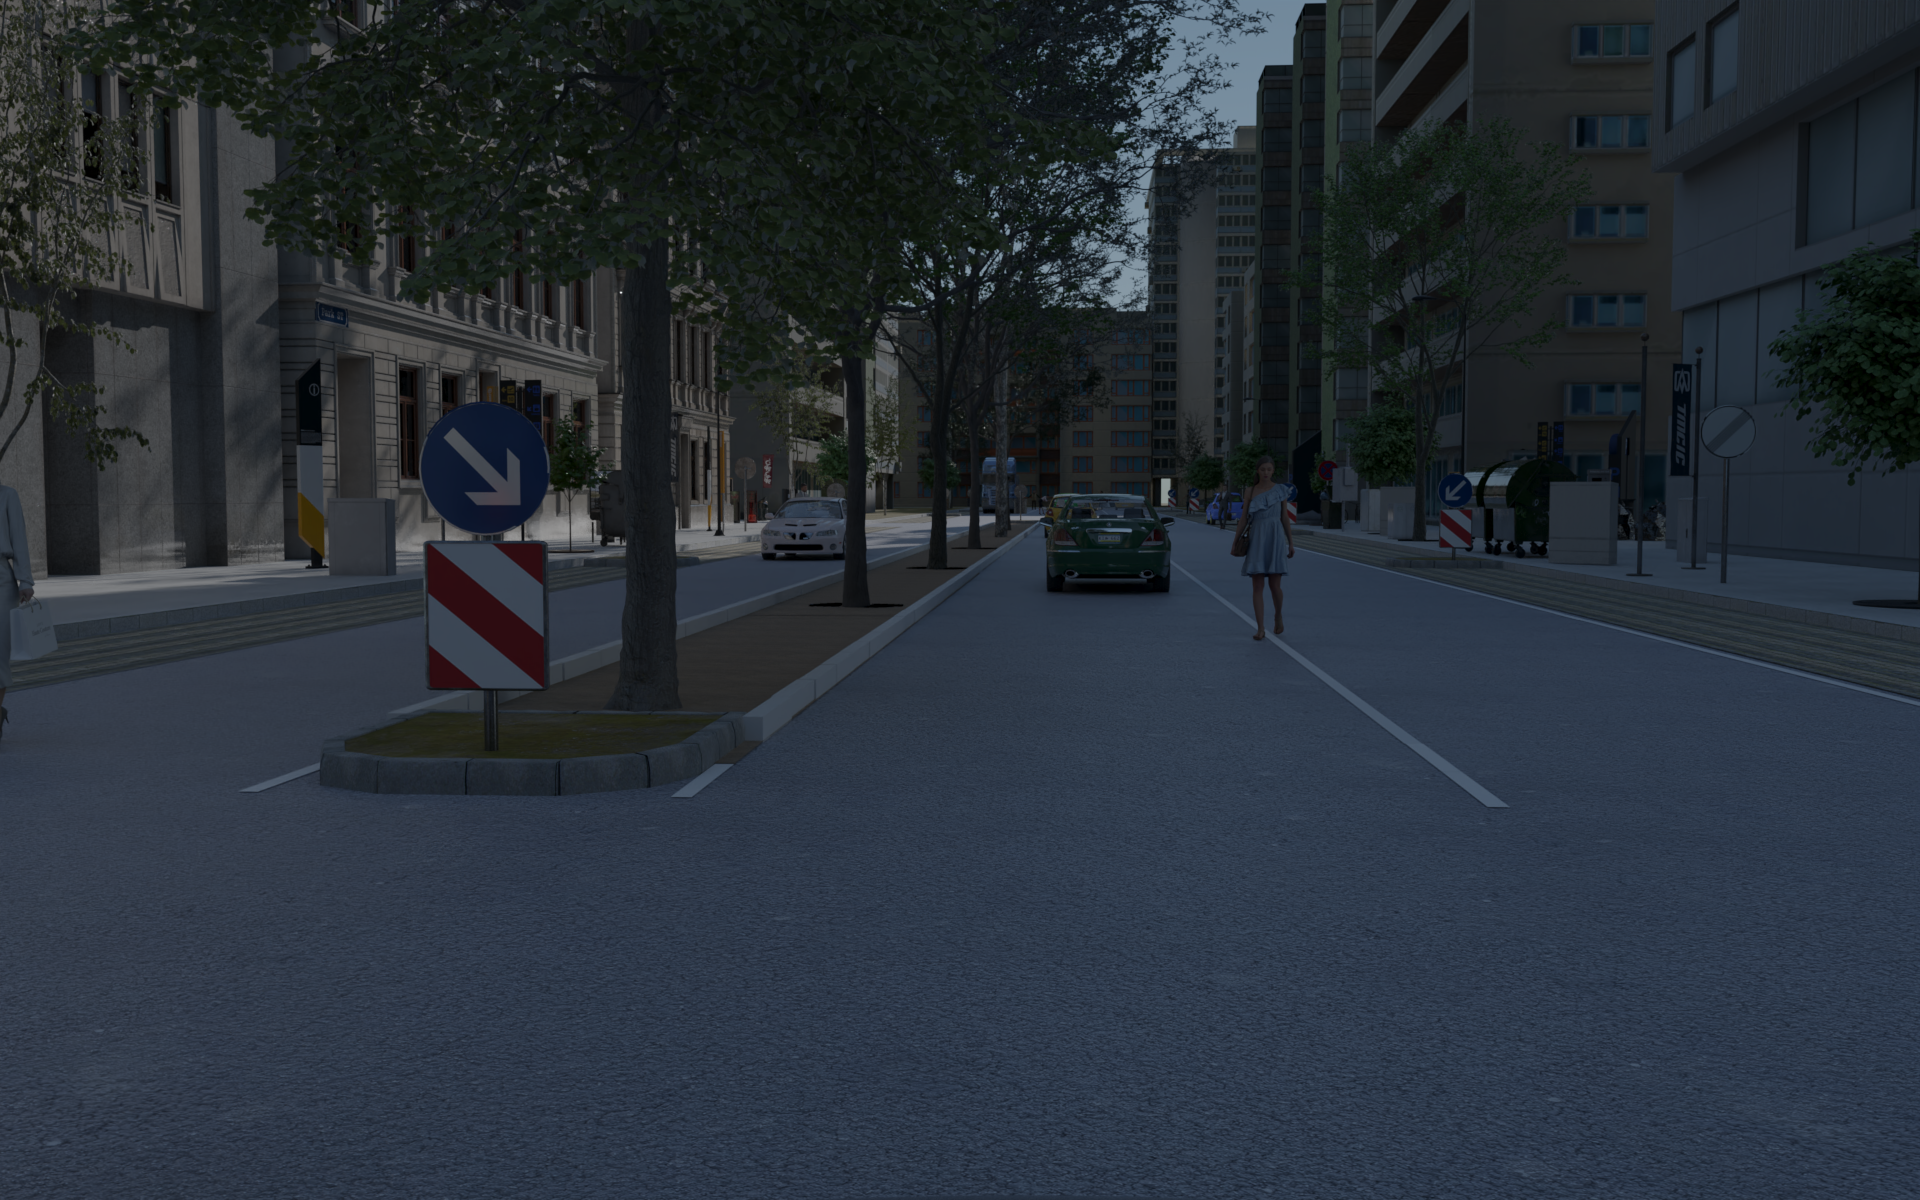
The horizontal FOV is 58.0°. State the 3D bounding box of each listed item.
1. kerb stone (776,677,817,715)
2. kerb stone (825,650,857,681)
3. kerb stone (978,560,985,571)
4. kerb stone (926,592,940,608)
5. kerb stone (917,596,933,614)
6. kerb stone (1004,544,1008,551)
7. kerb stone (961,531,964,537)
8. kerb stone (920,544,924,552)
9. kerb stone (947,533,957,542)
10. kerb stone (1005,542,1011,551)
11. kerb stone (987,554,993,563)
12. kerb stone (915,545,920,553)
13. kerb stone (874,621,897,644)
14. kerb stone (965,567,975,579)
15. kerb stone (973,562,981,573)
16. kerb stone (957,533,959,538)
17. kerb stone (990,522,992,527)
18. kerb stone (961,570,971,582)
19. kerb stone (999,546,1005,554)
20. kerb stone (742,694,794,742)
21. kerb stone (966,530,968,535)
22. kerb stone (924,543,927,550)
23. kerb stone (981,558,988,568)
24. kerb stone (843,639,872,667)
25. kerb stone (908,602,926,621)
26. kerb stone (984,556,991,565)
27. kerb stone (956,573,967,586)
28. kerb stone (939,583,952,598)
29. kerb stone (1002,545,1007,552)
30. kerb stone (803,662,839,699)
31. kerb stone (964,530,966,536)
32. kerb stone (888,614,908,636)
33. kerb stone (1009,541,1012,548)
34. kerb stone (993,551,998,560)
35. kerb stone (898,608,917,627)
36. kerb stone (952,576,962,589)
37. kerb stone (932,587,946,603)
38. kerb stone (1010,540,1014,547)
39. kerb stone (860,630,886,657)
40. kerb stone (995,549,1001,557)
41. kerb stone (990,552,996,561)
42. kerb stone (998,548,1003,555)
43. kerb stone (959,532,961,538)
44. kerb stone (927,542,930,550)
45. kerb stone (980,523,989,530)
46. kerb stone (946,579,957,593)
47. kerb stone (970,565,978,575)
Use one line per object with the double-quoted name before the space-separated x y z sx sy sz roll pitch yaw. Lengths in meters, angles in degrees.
"kerb stone" -1.105 0.657 11.507 0.120 0.150 1.000 0 4 4
"kerb stone" -0.953 0.529 13.552 0.120 0.150 1.000 0 4 4
"kerb stone" 0.329 -0.597 31.954 0.120 0.150 1.000 0 4 4
"kerb stone" -0.384 0.030 21.723 0.120 0.150 1.000 0 4 4
"kerb stone" -0.454 0.091 20.702 0.120 0.150 1.000 0 4 4
"kerb stone" 1.037 -1.224 42.204 0.120 0.150 1.000 0 4 4
"kerb stone" -0.054 -2.106 56.669 0.120 0.150 1.000 0 4 4
"kerb stone" -1.056 -1.226 42.340 0.120 0.150 1.000 0 4 4
"kerb stone" -0.272 -1.920 53.592 0.120 0.150 1.000 0 4 4
"kerb stone" 1.119 -1.286 43.226 0.120 0.150 1.000 0 4 4
"kerb stone" 0.533 -0.780 35.028 0.120 0.150 1.000 0 4 4
"kerb stone" -1.130 -1.169 41.305 0.120 0.150 1.000 0 4 4
"kerb stone" -0.740 0.341 16.616 0.120 0.150 1.000 0 4 4
"kerb stone" 0.115 -0.409 28.885 0.120 0.150 1.000 0 4 4
"kerb stone" 0.249 -0.535 30.935 0.120 0.150 1.000 0 4 4
"kerb stone" -0.202 -1.983 54.620 0.120 0.150 1.000 0 4 4
"kerb stone" 1.158 -3.171 74.049 0.120 0.150 1.000 0 4 4
"kerb stone" 0.042 -0.344 27.854 0.120 0.150 1.000 0 4 4
"kerb stone" 0.904 -1.098 40.163 0.120 0.150 1.000 0 4 4
"kerb stone" -1.161 0.717 10.486 0.120 0.150 1.000 0 4 4
"kerb stone" 0.093 -2.233 58.709 0.120 0.150 1.000 0 4 4
"kerb stone" -0.988 -1.294 43.360 0.120 0.150 1.000 0 4 4
"kerb stone" 0.393 -0.658 32.975 0.120 0.150 1.000 0 4 4
"kerb stone" -0.885 0.466 14.572 0.120 0.150 1.000 0 4 4
"kerb stone" -0.525 0.154 19.683 0.120 0.150 1.000 0 4 4
"kerb stone" 0.468 -0.722 33.998 0.120 0.150 1.000 0 4 4
"kerb stone" -0.027 -0.284 26.834 0.120 0.150 1.000 0 4 4
"kerb stone" -0.246 -0.095 23.774 0.120 0.150 1.000 0 4 4
"kerb stone" 0.971 -1.161 41.183 0.120 0.150 1.000 0 4 4
"kerb stone" -1.024 0.593 12.526 0.120 0.150 1.000 0 4 4
"kerb stone" 0.011 -2.168 57.690 0.120 0.150 1.000 0 4 4
"kerb stone" -0.670 0.280 17.636 0.120 0.150 1.000 0 4 4
"kerb stone" 1.191 -1.349 44.246 0.120 0.150 1.000 0 4 4
"kerb stone" 0.681 -0.911 37.092 0.120 0.150 1.000 0 4 4
"kerb stone" -0.603 0.216 18.660 0.120 0.150 1.000 0 4 4
"kerb stone" -0.103 -0.221 25.814 0.120 0.150 1.000 0 4 4
"kerb stone" -0.311 -0.033 22.742 0.120 0.150 1.000 0 4 4
"kerb stone" 1.256 -1.411 45.269 0.120 0.150 1.000 0 4 4
"kerb stone" -0.809 0.404 15.592 0.120 0.150 1.000 0 4 4
"kerb stone" 0.755 -0.973 38.111 0.120 0.150 1.000 0 4 4
"kerb stone" 0.610 -0.848 36.058 0.120 0.150 1.000 0 4 4
"kerb stone" 0.823 -1.032 39.142 0.120 0.150 1.000 0 4 4
"kerb stone" -0.132 -2.046 55.650 0.120 0.150 1.000 0 4 4
"kerb stone" -0.904 -1.358 44.391 0.120 0.150 1.000 0 4 4
"kerb stone" 1.008 -3.046 71.998 0.120 0.150 1.000 0 4 4
"kerb stone" -0.171 -0.158 24.794 0.120 0.150 1.000 0 4 4
"kerb stone" 0.184 -0.471 29.915 0.120 0.150 1.000 0 4 4
